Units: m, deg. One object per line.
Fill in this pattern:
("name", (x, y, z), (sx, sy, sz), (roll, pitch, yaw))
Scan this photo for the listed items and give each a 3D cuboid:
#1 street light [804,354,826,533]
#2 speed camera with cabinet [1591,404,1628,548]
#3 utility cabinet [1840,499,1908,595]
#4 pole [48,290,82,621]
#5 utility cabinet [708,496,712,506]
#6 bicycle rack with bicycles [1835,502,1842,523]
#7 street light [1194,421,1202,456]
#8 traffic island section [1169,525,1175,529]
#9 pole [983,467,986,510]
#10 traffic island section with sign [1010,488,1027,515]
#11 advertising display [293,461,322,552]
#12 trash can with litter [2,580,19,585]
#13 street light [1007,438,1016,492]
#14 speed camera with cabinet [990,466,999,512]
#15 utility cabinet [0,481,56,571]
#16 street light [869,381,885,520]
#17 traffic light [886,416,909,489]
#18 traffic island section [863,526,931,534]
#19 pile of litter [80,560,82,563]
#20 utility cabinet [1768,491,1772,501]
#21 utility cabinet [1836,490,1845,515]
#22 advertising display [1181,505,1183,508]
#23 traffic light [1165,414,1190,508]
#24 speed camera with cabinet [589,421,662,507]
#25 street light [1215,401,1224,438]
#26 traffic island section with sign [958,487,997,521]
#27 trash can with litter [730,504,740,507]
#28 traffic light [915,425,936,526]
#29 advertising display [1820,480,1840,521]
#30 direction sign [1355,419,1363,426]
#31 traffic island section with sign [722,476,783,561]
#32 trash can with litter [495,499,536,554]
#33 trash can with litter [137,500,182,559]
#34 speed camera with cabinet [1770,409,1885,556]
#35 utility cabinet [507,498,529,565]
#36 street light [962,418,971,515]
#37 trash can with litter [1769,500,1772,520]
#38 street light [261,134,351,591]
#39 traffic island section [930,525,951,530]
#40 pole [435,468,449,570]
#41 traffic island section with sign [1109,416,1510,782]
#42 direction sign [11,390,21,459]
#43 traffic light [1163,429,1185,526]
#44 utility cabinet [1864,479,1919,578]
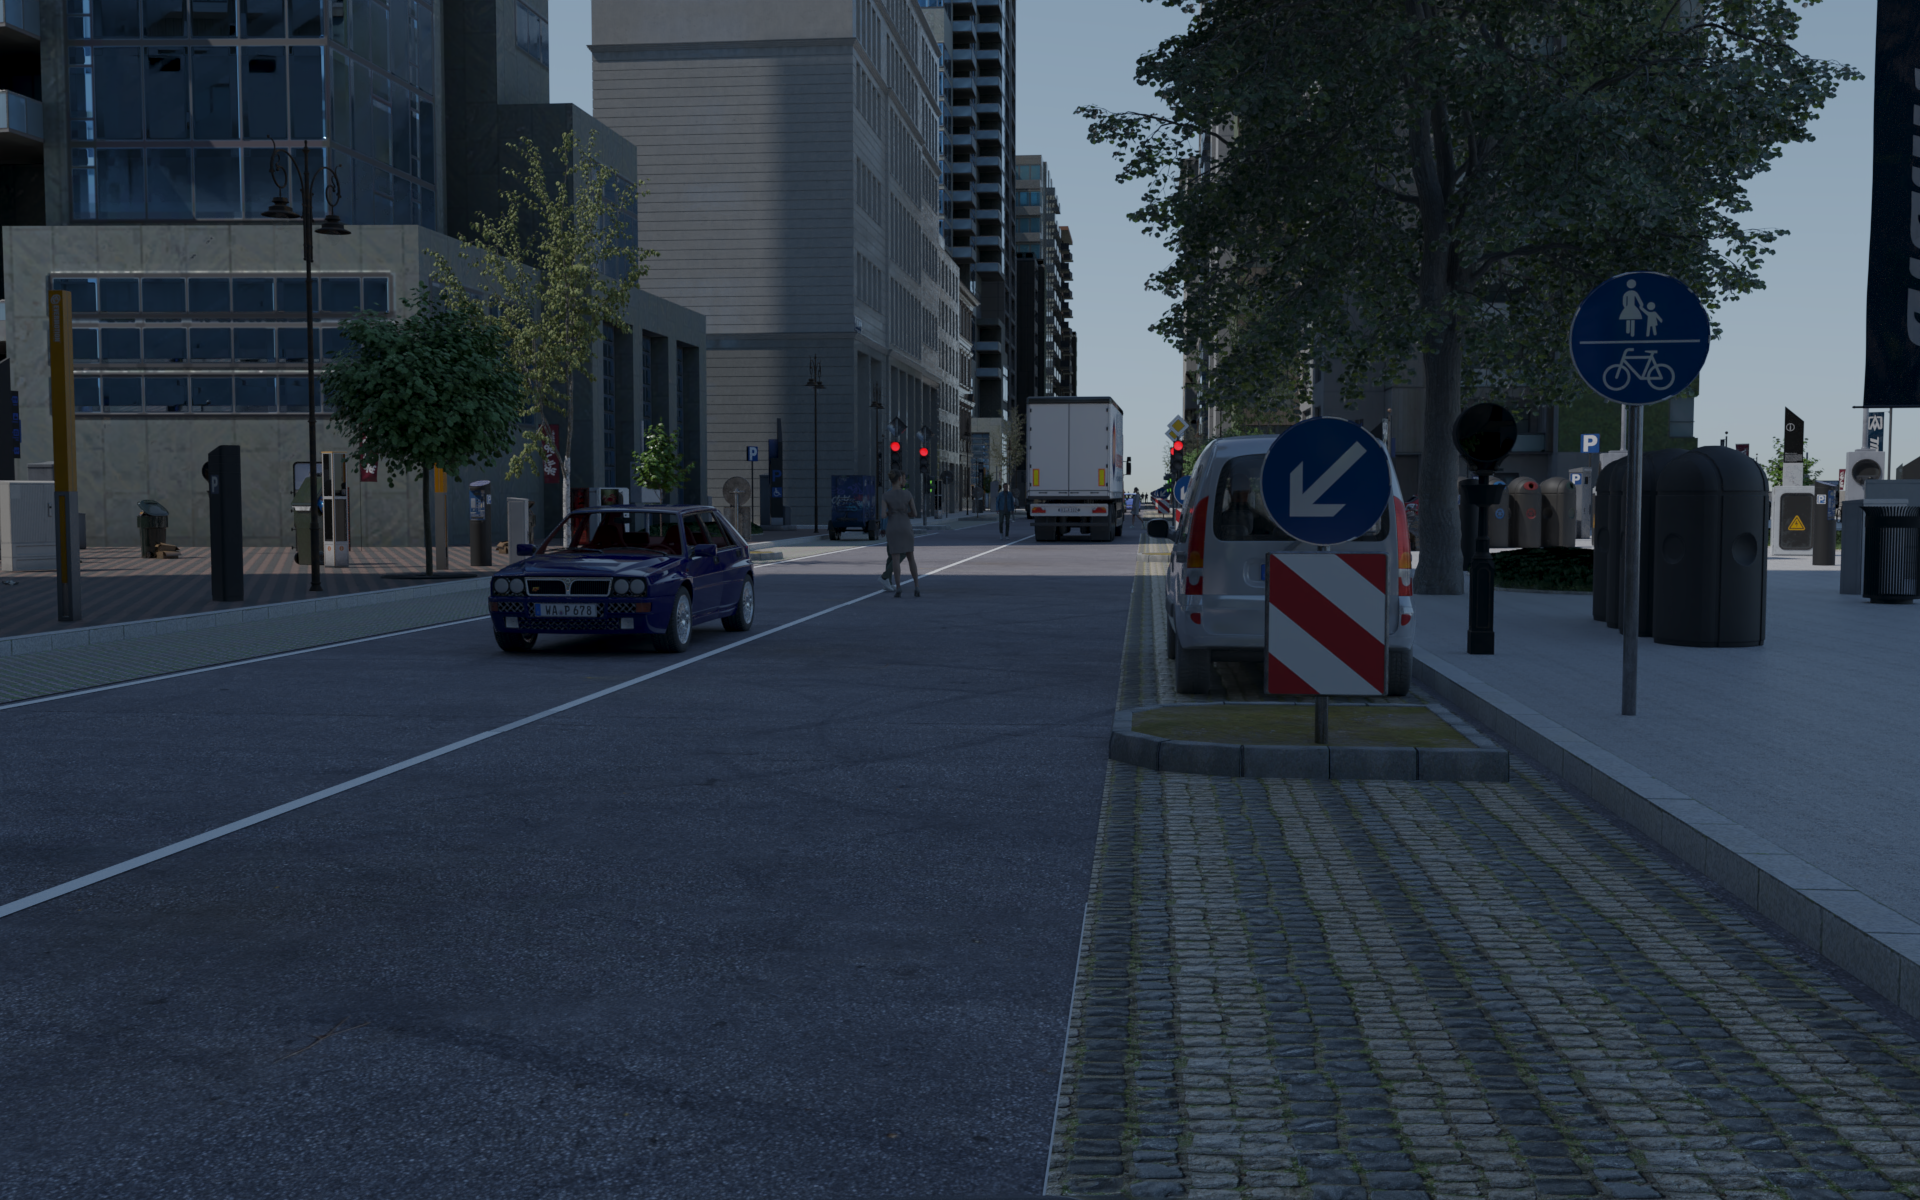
("street light", (-4.761, -5.161, 57.177), (0.468, 5.910, 1.993), (0, 4, 6))
("speed camera with cabinet", (14.202, -2.660, 37.819), (0.660, 3.252, 2.038), (1, 4, 16))
("utility cabinet", (11.801, -0.686, 22.384), (1.020, 1.237, 0.306), (-2, 4, -32))
("pole", (-9.022, -1.444, 17.457), (0.158, 3.312, 0.155), (0, 3, 0))
("utility cabinet", (-16.616, -6.206, 112.623), (1.020, 1.237, 0.306), (-1, 4, -15))
("bicycle rack with bicycles", (37.846, -3.769, 75.000), (2.852, 0.926, 2.925), (2, 4, 29))
("street light", (14.720, -8.229, 107.324), (0.468, 5.910, 1.993), (0, 4, 6))
("traffic island section", (8.584, -2.877, 69.318), (2.009, 0.180, 2.903), (0, 4, 6))
("pole", (1.854, -8.488, 132.619), (0.158, 3.312, 0.155), (0, 3, 0))
("traffic island section with sign", (3.891, -6.810, 119.974), (1.989, 1.847, 2.006), (0, 4, 6))
("advertising display", (-12.659, -1.777, 34.262), (0.974, 1.923, 0.123), (-1, 4, -10))
("trash can with litter", (-13.776, -0.776, 23.748), (1.678, 1.210, 2.233), (1, 4, 19))
("street light", (4.004, -10.195, 139.475), (0.468, 5.910, 1.993), (0, 4, 6))
("speed camera with cabinet", (2.445, -7.922, 123.867), (0.660, 3.252, 2.038), (0, 4, 2))
("utility cabinet", (-15.319, -1.233, 28.836), (0.318, 1.500, 1.173), (2, 4, 29))
("street light", (-3.393, -6.004, 70.954), (0.468, 5.910, 1.993), (0, 4, 6))
("traffic light", (-2.265, -4.489, 62.321), (0.839, 4.253, 0.868), (0, 4, 6))
("traffic island section", (-2.304, -2.457, 62.460), (2.009, 0.180, 2.903), (0, 4, 6))
("pile of litter", (-16.946, -1.113, 32.164), (1.176, 0.858, 1.719), (-1, 4, -21))
("utility cabinet", (56.718, -6.913, 121.712), (0.318, 1.500, 1.173), (0, 4, -6))
("utility cabinet", (48.495, -5.288, 95.136), (0.318, 1.500, 1.173), (0, 4, 7))
("advertising display", (17.891, -8.221, 139.632), (0.123, 1.923, 0.974), (0, 4, -2))
("traffic light", (7.690, -4.425, 61.269), (0.839, 4.253, 0.868), (0, 4, 6))
("speed camera with cabinet", (-8.940, -3.172, 46.193), (2.038, 3.252, 0.660), (-3, 5, -45))
("street light", (10.956, -6.119, 72.827), (0.468, 5.910, 1.993), (0, 4, 6))
("traffic island section with sign", (0.980, -5.158, 92.962), (1.989, 1.847, 2.006), (0, 4, 6))
("trash can with litter", (-7.850, -2.878, 58.115), (1.678, 1.210, 2.233), (2, 4, 27))
("traffic light", (-1.410, -4.975, 70.261), (0.839, 4.253, 0.868), (0, 4, 6))
("advertising display", (40.628, -4.639, 81.062), (0.974, 1.923, 0.123), (3, 5, 45))
("direction sign", (12.093, -3.705, 52.575), (0.379, 3.537, 0.876), (0, 4, -2))
("traffic island section with sign", (-4.951, -1.790, 37.902), (1.989, 1.847, 2.006), (0, 4, 6))
("trash can with litter", (-9.547, -1.568, 37.024), (1.055, 1.170, 0.624), (3, 4, 38))
("trash can with litter", (-15.917, -1.416, 34.543), (1.055, 1.170, 0.624), (2, 4, 34))
("speed camera with cabinet", (17.908, -2.533, 35.755), (2.038, 3.252, 0.660), (1, 4, 22))
("utility cabinet", (-7.584, -1.139, 29.784), (0.306, 1.237, 1.020), (-1, 4, -11))
("street light", (0.455, -8.099, 105.198), (0.468, 5.910, 1.993), (0, 4, 6))
("trash can with litter", (39.938, -4.518, 85.249), (1.055, 1.170, 0.624), (2, 4, 25))
("street light", (-8.537, -3.058, 22.780), (0.468, 5.910, 1.993), (0, 4, 6))
("traffic island section", (-1.449, -2.943, 70.399), (2.009, 0.180, 2.903), (0, 4, 6))
("pole", (-8.773, -2.166, 29.254), (0.158, 3.312, 0.155), (0, 3, 0))
("traffic island section with sign", (1.836, -0.059, 9.598), (1.989, 1.847, 2.006), (0, 4, 6))
("direction sign", (-20.776, -2.794, 37.687), (0.379, 3.537, 0.876), (1, 4, 13))
("traffic light", (8.545, -4.911, 69.208), (0.839, 4.253, 0.868), (0, 4, 6))
("utility cabinet", (14.375, -1.077, 26.292), (1.173, 1.500, 0.318), (2, 4, 24))
